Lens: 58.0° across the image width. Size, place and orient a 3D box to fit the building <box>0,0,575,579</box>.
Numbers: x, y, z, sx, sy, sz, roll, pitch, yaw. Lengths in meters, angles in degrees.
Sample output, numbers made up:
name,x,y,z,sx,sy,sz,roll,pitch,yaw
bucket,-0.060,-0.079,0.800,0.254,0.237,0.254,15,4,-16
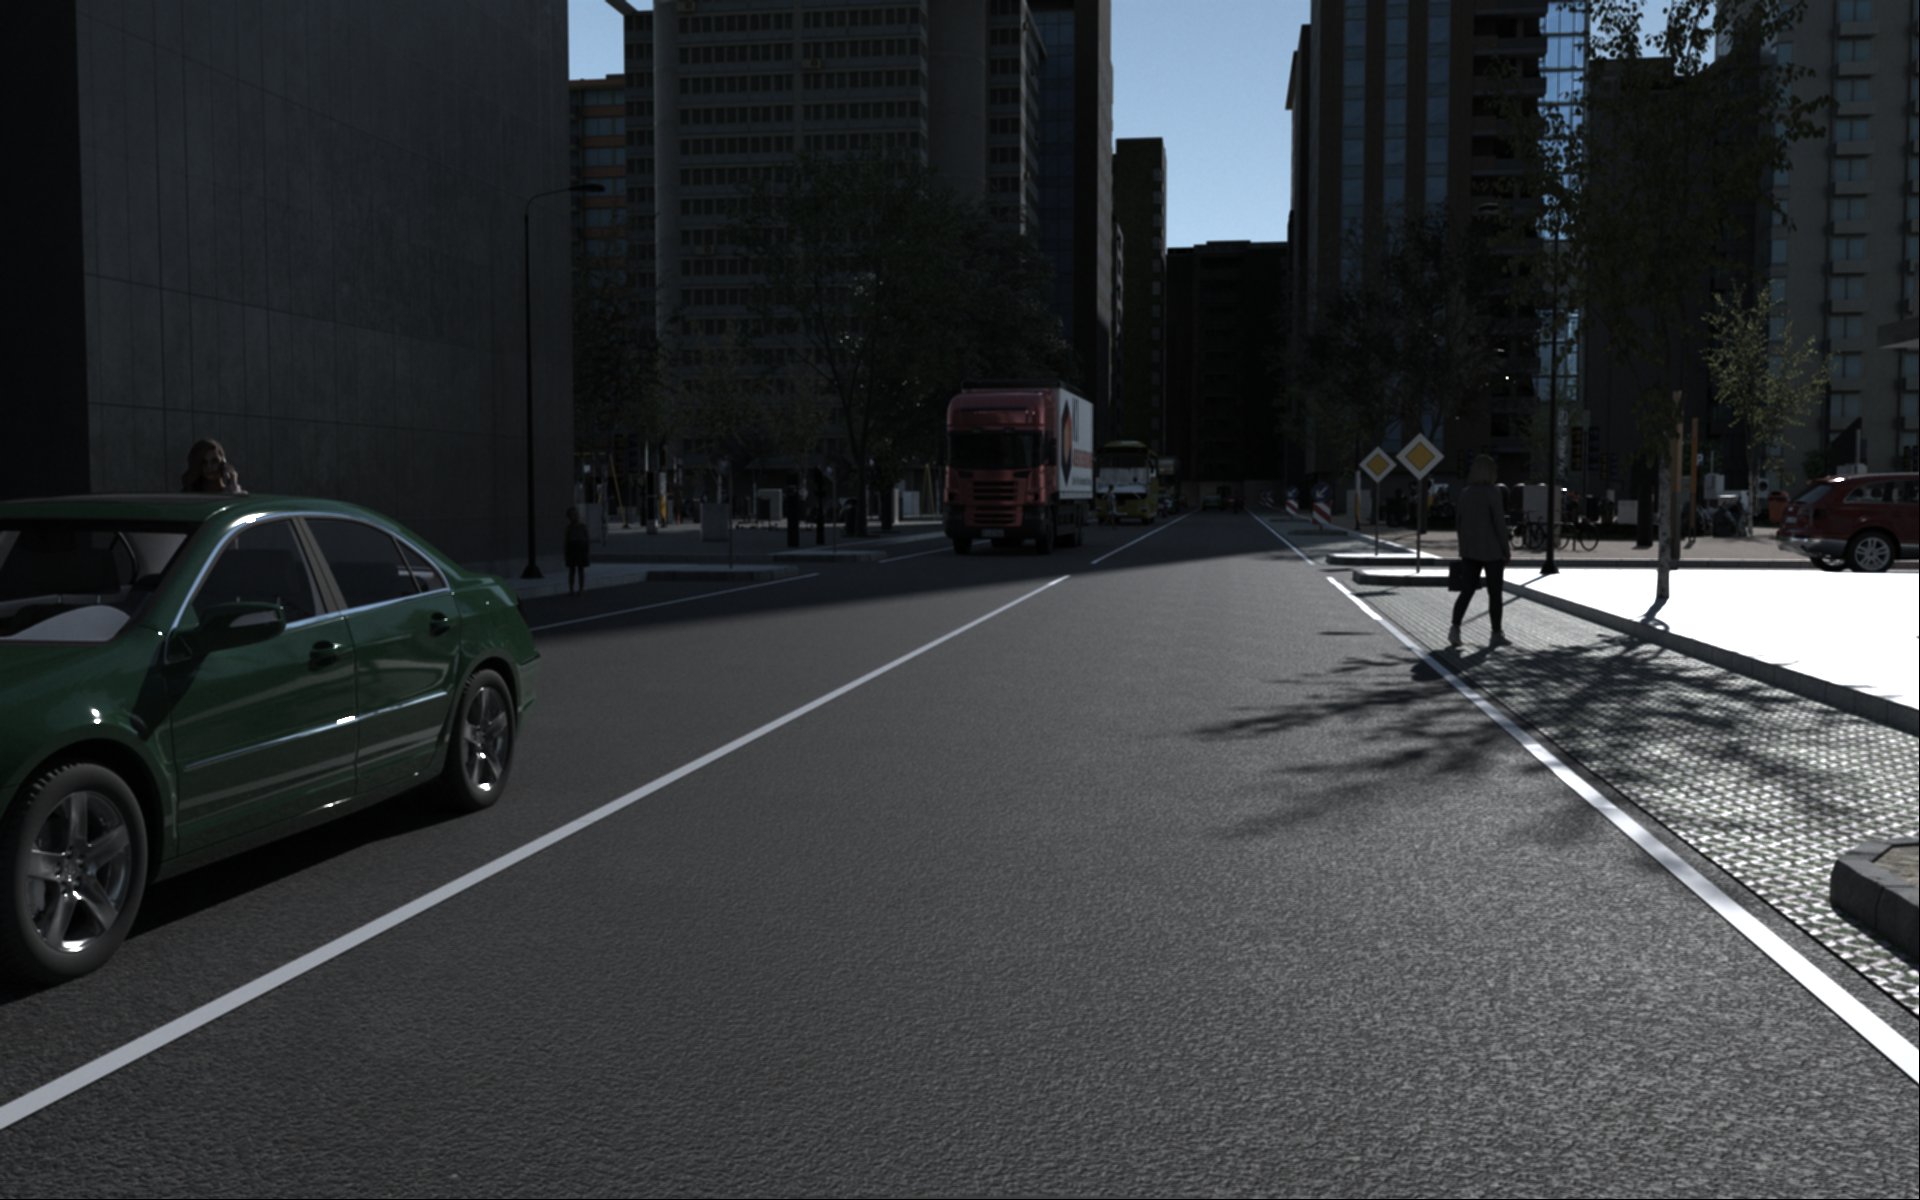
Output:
name,x,y,z,sx,sy,sz,roll,pitch,yaw
building,-22.016,-12.606,25.176,30.058,24.678,14.314,1,4,9

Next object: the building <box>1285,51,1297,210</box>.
name,x,y,z,sx,sy,sz,roll,pitch,yaw
building,52.432,-37.579,203.650,27.495,52.752,28.713,1,4,9

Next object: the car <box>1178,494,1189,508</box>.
name,x,y,z,sx,sy,sz,roll,pitch,yaw
car,23.477,-10.720,185.496,2.015,1.641,3.980,1,4,9

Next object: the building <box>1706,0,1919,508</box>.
name,x,y,z,sx,sy,sz,roll,pitch,yaw
building,87.629,-33.319,164.366,30.456,49.044,23.786,1,4,9

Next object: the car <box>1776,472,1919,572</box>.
name,x,y,z,sx,sy,sz,roll,pitch,yaw
car,17.579,-1.371,31.086,5.304,1.827,2.281,0,4,7

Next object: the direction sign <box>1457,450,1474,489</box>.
name,x,y,z,sx,sy,sz,roll,pitch,yaw
direction sign,25.822,-5.905,88.544,0.876,3.537,0.379,3,5,44

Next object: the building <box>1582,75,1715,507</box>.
name,x,y,z,sx,sy,sz,roll,pitch,yaw
building,65.621,-29.908,172.596,14.086,41.232,14.154,1,4,9

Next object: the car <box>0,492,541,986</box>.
name,x,y,z,sx,sy,sz,roll,pitch,yaw
car,-3.251,0.314,6.670,2.131,1.459,4.920,1,4,9

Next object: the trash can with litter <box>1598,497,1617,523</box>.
name,x,y,z,sx,sy,sz,roll,pitch,yaw
trash can with litter,27.572,-3.783,73.236,1.055,1.170,0.624,0,4,-5

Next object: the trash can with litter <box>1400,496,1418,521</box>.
name,x,y,z,sx,sy,sz,roll,pitch,yaw
trash can with litter,18.670,-3.708,72.008,1.055,1.170,0.624,1,4,13

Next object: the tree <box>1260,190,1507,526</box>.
name,x,y,z,sx,sy,sz,roll,pitch,yaw
tree,17.021,-9.787,70.380,12.009,13.543,11.850,0,3,0

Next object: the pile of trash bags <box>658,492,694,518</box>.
name,x,y,z,sx,sy,sz,roll,pitch,yaw
pile of trash bags,-15.804,-5.248,95.550,1.912,1.369,3.447,-1,4,-17

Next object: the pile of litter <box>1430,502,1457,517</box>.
name,x,y,z,sx,sy,sz,roll,pitch,yaw
pile of litter,25.893,-4.717,91.083,1.719,0.858,1.176,3,5,44

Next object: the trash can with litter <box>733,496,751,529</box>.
name,x,y,z,sx,sy,sz,roll,pitch,yaw
trash can with litter,-7.590,-3.236,63.967,2.233,1.210,1.678,1,4,16

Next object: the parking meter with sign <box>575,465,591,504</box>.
name,x,y,z,sx,sy,sz,roll,pitch,yaw
parking meter with sign,-22.672,-6.505,102.615,1.738,3.016,0.543,3,4,36

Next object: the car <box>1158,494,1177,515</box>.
name,x,y,z,sx,sy,sz,roll,pitch,yaw
car,13.987,-6.611,119.888,2.131,1.459,4.920,1,4,10

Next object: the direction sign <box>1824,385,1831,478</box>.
name,x,y,z,sx,sy,sz,roll,pitch,yaw
direction sign,18.212,-2.717,36.426,0.379,3.537,0.876,1,4,22

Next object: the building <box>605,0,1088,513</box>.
name,x,y,z,sx,sy,sz,roll,pitch,yaw
building,-7.193,-26.562,126.173,32.217,40.220,23.993,1,4,9

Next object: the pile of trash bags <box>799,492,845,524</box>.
name,x,y,z,sx,sy,sz,roll,pitch,yaw
pile of trash bags,-6.136,-4.070,76.301,1.912,1.369,3.447,3,5,44

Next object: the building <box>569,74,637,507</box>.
name,x,y,z,sx,sy,sz,roll,pitch,yaw
building,-32.364,-32.331,183.234,28.867,44.769,22.147,1,4,9

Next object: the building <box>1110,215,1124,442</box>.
name,x,y,z,sx,sy,sz,roll,pitch,yaw
building,9.993,-25.078,181.719,14.107,30.474,14.160,1,4,9

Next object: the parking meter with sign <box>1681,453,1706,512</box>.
name,x,y,z,sx,sy,sz,roll,pitch,yaw
parking meter with sign,30.741,-4.728,73.569,1.738,3.016,0.543,-1,4,-18

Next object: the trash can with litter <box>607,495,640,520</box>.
name,x,y,z,sx,sy,sz,roll,pitch,yaw
trash can with litter,-17.237,-4.653,87.128,2.233,1.210,1.678,1,4,14

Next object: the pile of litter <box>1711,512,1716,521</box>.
name,x,y,z,sx,sy,sz,roll,pitch,yaw
pile of litter,37.089,-4.277,83.901,1.176,0.858,1.719,-3,5,-42

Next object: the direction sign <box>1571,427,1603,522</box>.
name,x,y,z,sx,sy,sz,roll,pitch,yaw
direction sign,21.009,-4.053,58.266,0.876,3.537,0.379,2,4,26

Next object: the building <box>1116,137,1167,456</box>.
name,x,y,z,sx,sy,sz,roll,pitch,yaw
building,16.900,-31.742,202.577,14.086,41.232,14.154,1,4,9

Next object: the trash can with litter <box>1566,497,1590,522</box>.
name,x,y,z,sx,sy,sz,roll,pitch,yaw
trash can with litter,25.426,-3.652,71.104,1.055,1.170,0.624,2,4,26

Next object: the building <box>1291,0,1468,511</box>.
name,x,y,z,sx,sy,sz,roll,pitch,yaw
building,38.539,-31.338,162.489,14.600,45.320,14.200,1,4,9

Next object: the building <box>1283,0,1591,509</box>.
name,x,y,z,sx,sy,sz,roll,pitch,yaw
building,38.112,-50.508,138.472,22.319,86.520,31.000,1,4,9

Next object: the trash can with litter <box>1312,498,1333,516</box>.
name,x,y,z,sx,sy,sz,roll,pitch,yaw
trash can with litter,20.262,-5.226,96.831,1.055,1.170,0.624,0,4,-7

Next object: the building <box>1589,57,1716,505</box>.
name,x,y,z,sx,sy,sz,roll,pitch,yaw
building,76.123,-35.025,196.367,21.600,48.544,21.300,1,4,9

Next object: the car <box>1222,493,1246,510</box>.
name,x,y,z,sx,sy,sz,roll,pitch,yaw
car,24.890,-9.083,157.547,2.155,1.783,4.494,1,4,9

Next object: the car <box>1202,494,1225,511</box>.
name,x,y,z,sx,sy,sz,roll,pitch,yaw
car,21.731,-8.551,148.600,1.959,1.807,4.718,1,4,10

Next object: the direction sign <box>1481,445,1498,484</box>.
name,x,y,z,sx,sy,sz,roll,pitch,yaw
direction sign,24.499,-5.392,80.158,0.379,3.537,0.876,-3,5,-39

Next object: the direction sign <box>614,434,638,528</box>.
name,x,y,z,sx,sy,sz,roll,pitch,yaw
direction sign,-12.612,-4.495,65.495,0.876,3.537,0.379,0,4,1

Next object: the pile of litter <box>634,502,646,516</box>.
name,x,y,z,sx,sy,sz,roll,pitch,yaw
pile of litter,-19.216,-5.538,104.515,1.176,0.858,1.719,1,4,21

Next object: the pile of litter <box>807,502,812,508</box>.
name,x,y,z,sx,sy,sz,roll,pitch,yaw
pile of litter,-9.151,-5.376,101.859,1.176,0.858,1.719,3,4,38

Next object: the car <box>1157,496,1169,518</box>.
name,x,y,z,sx,sy,sz,roll,pitch,yaw
car,11.654,-5.637,104.744,1.945,1.354,3.894,0,4,8

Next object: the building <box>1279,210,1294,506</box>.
name,x,y,z,sx,sy,sz,roll,pitch,yaw
building,40.396,-24.786,176.951,14.160,30.474,14.107,1,4,9

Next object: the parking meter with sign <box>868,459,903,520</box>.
name,x,y,z,sx,sy,sz,roll,pitch,yaw
parking meter with sign,-3.646,-5.449,85.349,1.738,3.016,0.543,2,4,24

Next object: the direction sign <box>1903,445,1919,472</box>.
name,x,y,z,sx,sy,sz,roll,pitch,yaw
direction sign,44.436,-5.444,81.011,0.379,3.537,0.876,-1,4,-14

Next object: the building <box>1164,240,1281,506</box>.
name,x,y,z,sx,sy,sz,roll,pitch,yaw
building,30.786,-26.224,200.468,14.107,30.474,14.160,1,4,9

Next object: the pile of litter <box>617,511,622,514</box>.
name,x,y,z,sx,sy,sz,roll,pitch,yaw
pile of litter,-22.422,-5.929,110.910,1.719,0.858,1.176,0,4,-6

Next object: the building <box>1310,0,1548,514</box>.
name,x,y,z,sx,sy,sz,roll,pitch,yaw
building,30.920,-28.562,117.104,14.600,45.320,14.200,1,4,9

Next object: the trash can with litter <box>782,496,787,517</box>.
name,x,y,z,sx,sy,sz,roll,pitch,yaw
trash can with litter,-9.619,-5.279,97.698,1.055,1.170,0.624,1,4,11

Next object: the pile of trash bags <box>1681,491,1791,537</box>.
name,x,y,z,sx,sy,sz,roll,pitch,yaw
pile of trash bags,23.283,-2.594,52.169,1.912,1.369,3.447,-3,4,-37

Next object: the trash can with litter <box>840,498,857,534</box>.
name,x,y,z,sx,sy,sz,roll,pitch,yaw
trash can with litter,-3.542,-2.667,54.988,0.624,1.170,1.055,-2,4,-25

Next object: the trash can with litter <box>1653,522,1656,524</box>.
name,x,y,z,sx,sy,sz,roll,pitch,yaw
trash can with litter,26.770,-3.414,66.874,1.678,1.210,2.233,2,4,34

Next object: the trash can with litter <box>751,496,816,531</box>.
name,x,y,z,sx,sy,sz,roll,pitch,yaw
trash can with litter,-5.975,-3.023,60.481,2.233,1.210,1.678,0,4,2

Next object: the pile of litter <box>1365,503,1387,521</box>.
name,x,y,z,sx,sy,sz,roll,pitch,yaw
pile of litter,20.213,-4.278,83.914,1.176,0.858,1.719,1,4,18

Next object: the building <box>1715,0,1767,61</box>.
name,x,y,z,sx,sy,sz,roll,pitch,yaw
building,96.974,-46.126,192.414,20.611,71.187,20.563,1,4,9

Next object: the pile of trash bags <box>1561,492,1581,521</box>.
name,x,y,z,sx,sy,sz,roll,pitch,yaw
pile of trash bags,26.326,-4.116,77.056,3.447,1.369,1.912,-2,4,-32

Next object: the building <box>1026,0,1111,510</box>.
name,x,y,z,sx,sy,sz,roll,pitch,yaw
building,5.013,-30.172,143.422,14.600,45.320,14.200,1,4,9

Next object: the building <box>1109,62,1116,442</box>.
name,x,y,z,sx,sy,sz,roll,pitch,yaw
building,6.347,-28.993,157.625,14.154,41.232,14.086,1,4,9

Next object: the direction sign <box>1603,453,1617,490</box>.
name,x,y,z,sx,sy,sz,roll,pitch,yaw
direction sign,36.038,-6.379,96.297,0.876,3.537,0.379,0,4,4
